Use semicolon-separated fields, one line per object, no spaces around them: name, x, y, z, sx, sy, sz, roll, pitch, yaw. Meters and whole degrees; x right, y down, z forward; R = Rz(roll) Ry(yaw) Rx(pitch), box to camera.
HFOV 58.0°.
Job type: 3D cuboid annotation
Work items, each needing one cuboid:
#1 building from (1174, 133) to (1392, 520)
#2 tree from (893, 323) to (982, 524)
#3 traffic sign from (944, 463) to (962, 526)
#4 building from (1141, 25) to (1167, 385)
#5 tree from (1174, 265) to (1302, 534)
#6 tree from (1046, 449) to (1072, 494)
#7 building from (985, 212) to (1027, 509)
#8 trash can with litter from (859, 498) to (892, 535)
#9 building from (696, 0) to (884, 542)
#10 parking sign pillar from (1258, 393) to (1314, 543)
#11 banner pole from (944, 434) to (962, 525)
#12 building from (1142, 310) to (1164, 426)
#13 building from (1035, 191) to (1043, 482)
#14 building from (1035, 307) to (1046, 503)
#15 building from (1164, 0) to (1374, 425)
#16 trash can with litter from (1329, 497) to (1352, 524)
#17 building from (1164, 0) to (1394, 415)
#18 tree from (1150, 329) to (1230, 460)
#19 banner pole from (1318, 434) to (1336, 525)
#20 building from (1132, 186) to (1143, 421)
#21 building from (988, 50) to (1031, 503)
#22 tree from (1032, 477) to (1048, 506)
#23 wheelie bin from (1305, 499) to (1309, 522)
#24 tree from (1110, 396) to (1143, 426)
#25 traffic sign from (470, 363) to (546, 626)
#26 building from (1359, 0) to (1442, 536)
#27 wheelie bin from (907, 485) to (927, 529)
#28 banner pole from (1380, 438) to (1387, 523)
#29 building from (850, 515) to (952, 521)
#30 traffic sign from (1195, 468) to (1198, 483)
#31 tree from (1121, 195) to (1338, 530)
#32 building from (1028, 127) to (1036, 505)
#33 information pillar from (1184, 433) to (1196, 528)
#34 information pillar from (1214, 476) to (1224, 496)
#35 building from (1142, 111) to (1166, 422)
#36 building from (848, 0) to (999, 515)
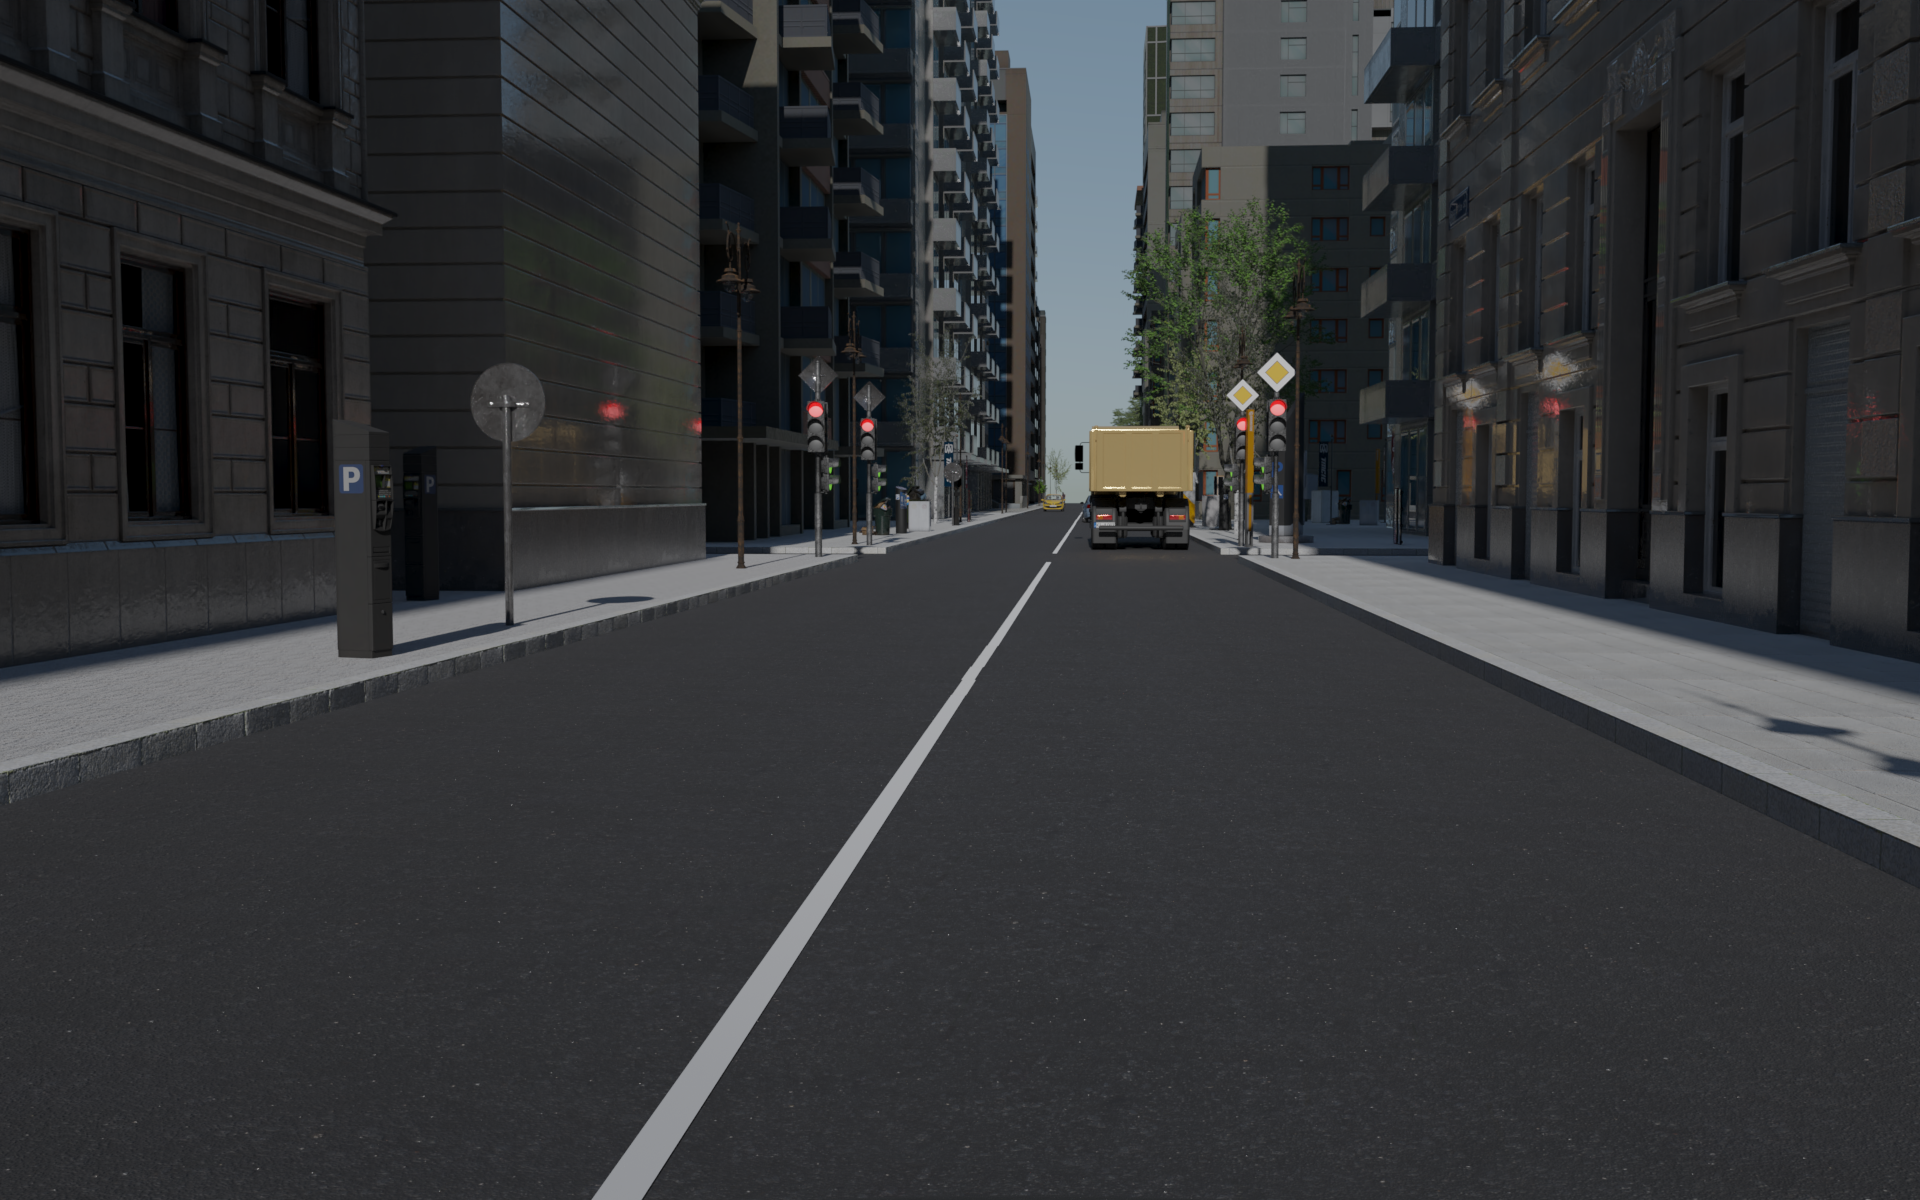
building;26.924;-15.584;99.831;27.650;21.520;28.899;0;4;4
tree;-1.064;-7.646;75.367;4.360;8.622;3.978;0;3;0
traffic sign;-0.294;-4.271;69.929;0.768;2.556;0.104;1;4;10
building;36.061;-50.510;264.082;20.563;71.187;20.611;0;4;4
tree;8.869;-6.416;55.260;4.360;8.622;3.978;0;3;0
tree;15.541;-19.977;276.987;4.737;8.622;4.395;0;3;0
building;-9.992;-28.730;161.618;32.217;40.220;23.993;0;4;4
trash can with litter;-2.641;-2.598;53.863;1.055;1.170;0.624;2;4;25
building;-14.474;-24.671;58.002;22.147;44.769;28.867;0;4;4
parking sign pillar;8.629;-3.501;45.713;1.447;3.967;1.447;2;4;34
banner pole;-0.328;-5.047;72.528;0.863;3.779;0.401;2;4;29
building;32.880;-20.273;176.503;27.650;21.520;28.899;0;4;4
building;-0.610;-37.920;239.602;23.786;49.044;30.456;0;4;4
building;5.820;-30.009;262.355;14.160;30.474;14.107;0;4;4
building;22.066;-27.109;126.834;14.154;41.232;14.086;0;4;4
trash can with litter;16.137;-3.803;73.571;0.624;1.170;1.055;-3;4;-38
building;31.426;-34.123;147.152;28.713;52.752;27.495;0;4;4
tree;10.391;-7.808;78.021;4.737;8.622;4.395;0;3;0
banner pole;15.301;-5.030;72.264;0.863;3.779;0.401;-1;4;-21
building;35.145;-35.815;240.192;22.147;44.769;28.867;0;4;4
building;0.192;-32.396;179.792;14.600;45.320;14.200;0;4;4
tree;9.091;-12.228;194.522;1.663;3.219;1.824;0;3;0
wheelie bin;15.882;-4.462;80.862;0.693;1.594;0.980;-2;4;-31
tree;20.216;-17.281;200.673;7.486;12.596;7.792;0;3;0
traffic sign;-4.400;-1.024;16.845;0.768;2.556;0.104;1;4;9
building;28.362;-26.598;54.492;30.456;49.044;23.786;0;4;4
wheelie bin;-1.642;-3.423;63.877;0.693;1.594;0.980;2;4;28
banner pole;19.042;-5.360;77.654;0.401;3.779;0.863;0;4;5
building;-10.655;-29.093;95.280;23.786;49.044;30.456;0;4;4
traffic sign;8.935;-3.982;67.231;0.606;2.300;0.079;1;4;13
tree;9.480;-8.313;61.666;9.928;11.665;9.643;0;3;0
building;-1.704;-36.082;213.645;21.300;48.544;21.600;0;4;4
information pillar;8.798;-4.585;66.311;0.504;3.616;0.183;3;5;40
information pillar;10.423;-3.995;69.807;0.304;2.012;0.304;-2;4;-23
building;33.619;-36.161;214.933;21.300;48.544;21.600;0;4;4
building;-8.502;-31.460;133.979;23.786;49.044;30.456;0;4;4
